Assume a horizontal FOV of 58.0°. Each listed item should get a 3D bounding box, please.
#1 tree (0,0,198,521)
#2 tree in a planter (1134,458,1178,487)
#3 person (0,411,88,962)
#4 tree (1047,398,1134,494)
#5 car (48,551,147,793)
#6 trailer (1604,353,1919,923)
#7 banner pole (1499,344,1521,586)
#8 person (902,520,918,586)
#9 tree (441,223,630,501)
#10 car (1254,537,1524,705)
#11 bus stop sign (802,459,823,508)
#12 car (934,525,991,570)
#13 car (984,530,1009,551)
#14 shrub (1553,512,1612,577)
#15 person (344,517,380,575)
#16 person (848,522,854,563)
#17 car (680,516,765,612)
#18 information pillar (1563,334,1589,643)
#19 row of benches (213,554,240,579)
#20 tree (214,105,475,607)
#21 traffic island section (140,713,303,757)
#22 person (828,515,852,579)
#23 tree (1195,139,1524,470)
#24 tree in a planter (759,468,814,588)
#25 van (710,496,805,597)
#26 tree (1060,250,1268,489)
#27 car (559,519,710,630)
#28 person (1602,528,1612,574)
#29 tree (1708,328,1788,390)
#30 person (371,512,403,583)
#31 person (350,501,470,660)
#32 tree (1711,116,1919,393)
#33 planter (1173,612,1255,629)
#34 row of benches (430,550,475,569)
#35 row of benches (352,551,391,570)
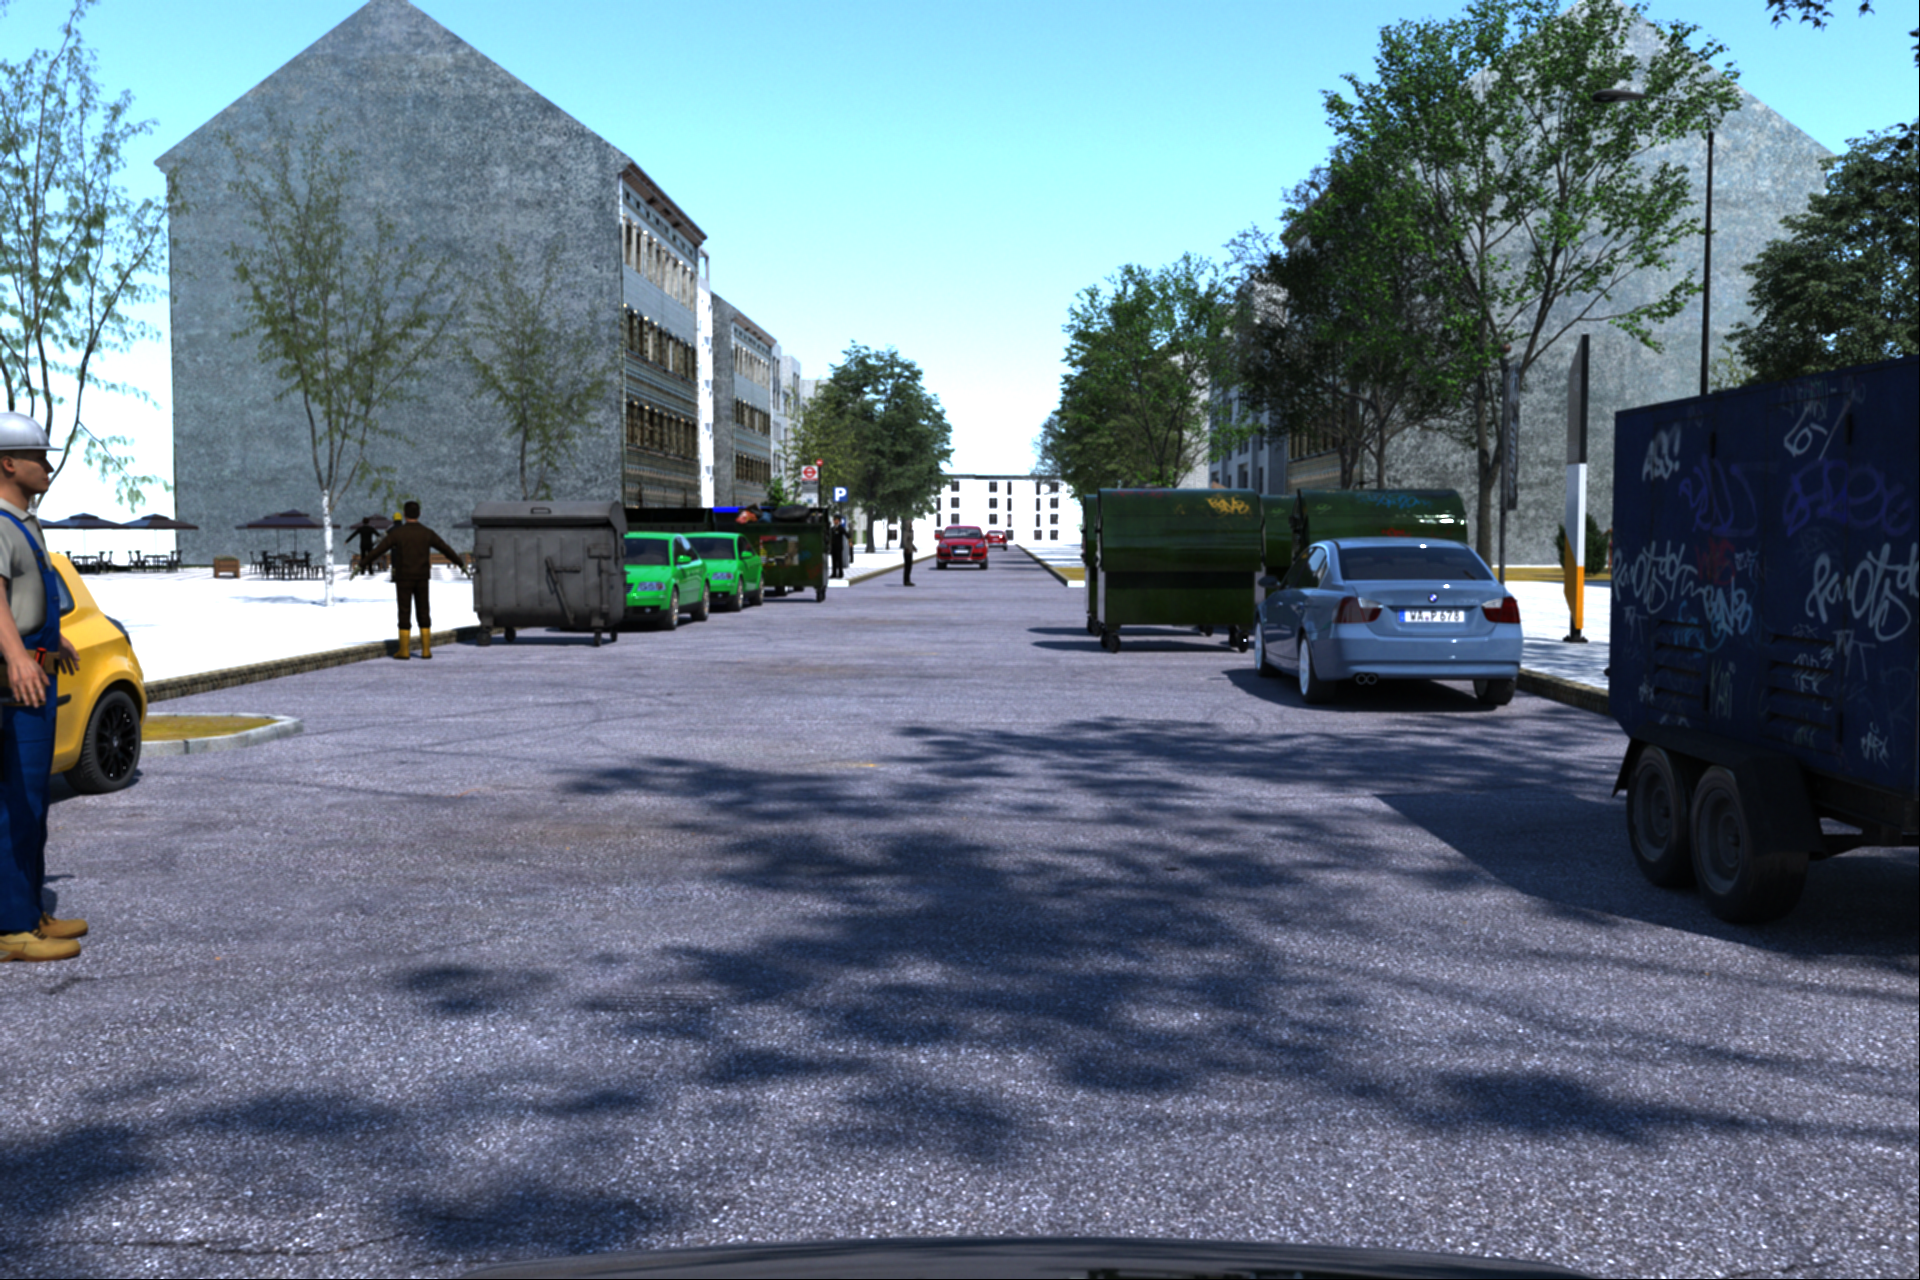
[{"bbox_3d":[-11.505,-4.347,21.435,4.360,8.622,3.978,0,3,0],"label":"tree"},{"bbox_3d":[4.593,-2.656,40.652,1.991,3.239,1.994,0,4,2],"label":"tree in a planter"},{"bbox_3d":[-3.192,0.146,5.923,0.705,1.847,1.347,-1,4,-23],"label":"person"},{"bbox_3d":[9.327,-11.553,114.646,9.928,11.665,9.643,0,3,0],"label":"tree"},{"bbox_3d":[-5.551,0.121,8.244,2.015,1.641,3.980,0,4,1],"label":"car"},{"bbox_3d":[3.522,-0.021,7.395,1.471,1.999,3.904,0,4,1],"label":"trailer"},{"bbox_3d":[7.171,-1.995,22.644,0.401,3.779,0.863,0,4,2],"label":"banner pole"},{"bbox_3d":[-1.400,-2.396,47.767,0.705,1.813,1.348,1,4,9],"label":"person"},{"bbox_3d":[-10.755,-5.605,41.999,4.360,8.622,3.978,0,3,0],"label":"tree"},{"bbox_3d":[3.807,-0.236,15.867,2.014,1.417,4.499,0,4,2],"label":"car"},{"bbox_3d":[-5.205,-4.462,61.654,0.855,3.939,0.416,0,4,3],"label":"bus stop sign"},{"bbox_3d":[0.120,-3.799,70.791,2.281,1.827,5.304,0,4,1],"label":"car"},{"bbox_3d":[3.074,-8.652,150.129,2.281,1.827,5.304,0,4,1],"label":"car"},{"bbox_3d":[18.725,-2.917,52.107,1.690,2.028,1.600,0,3,0],"label":"shrub"},{"bbox_3d":[-18.609,-2.943,54.300,1.347,1.806,0.705,-1,4,-17],"label":"person"},{"bbox_3d":[-4.826,-4.276,76.049,0.705,1.813,1.348,-1,4,-10],"label":"person"},{"bbox_3d":[-4.872,-1.498,33.295,1.959,1.807,4.718,0,4,1],"label":"car"},{"bbox_3d":[7.310,-1.785,20.541,0.183,3.616,0.504,0,4,2],"label":"information pillar"},{"bbox_3d":[-21.855,-2.209,51.577,1.422,0.672,4.104,-2,4,-24],"label":"row of benches"},{"bbox_3d":[-11.287,-4.901,30.497,4.360,8.622,3.978,0,3,0],"label":"tree"},{"bbox_3d":[-5.754,0.660,12.068,1.991,0.108,1.994,0,4,1],"label":"traffic island section"},{"bbox_3d":[-3.577,-2.695,50.004,1.347,1.837,0.705,3,4,38],"label":"person"},{"bbox_3d":[11.941,-8.735,53.180,12.009,13.543,11.850,0,3,0],"label":"tree"},{"bbox_3d":[-4.886,-3.024,46.668,1.991,3.239,1.994,0,4,2],"label":"tree in a planter"},{"bbox_3d":[-4.857,-2.263,41.385,2.240,2.365,5.245,0,4,1],"label":"van"},{"bbox_3d":[7.800,-8.509,64.885,9.928,11.665,9.643,0,3,0],"label":"tree"},{"bbox_3d":[-5.077,-1.123,27.156,1.959,1.807,4.718,0,4,1],"label":"car"},{"bbox_3d":[20.893,-2.964,55.261,1.217,1.733,0.721,3,4,39],"label":"person"},{"bbox_3d":[28.820,-6.882,62.878,4.737,8.622,4.395,0,3,0],"label":"tree"},{"bbox_3d":[-14.839,-2.444,45.733,1.351,1.858,0.704,-2,4,-28],"label":"person"},{"bbox_3d":[-6.278,-0.689,19.852,1.346,1.812,0.704,-2,4,-29],"label":"person"},{"bbox_3d":[27.864,-8.913,52.389,9.857,13.997,8.962,0,3,0],"label":"tree"},{"bbox_3d":[4.328,-0.368,27.163,1.991,0.319,1.994,0,4,2],"label":"planter"},{"bbox_3d":[-18.381,-3.089,65.961,4.104,0.672,1.422,-3,5,-41],"label":"row of benches"},{"bbox_3d":[-21.040,-2.934,63.425,1.422,0.672,4.104,0,4,6],"label":"row of benches"}]
